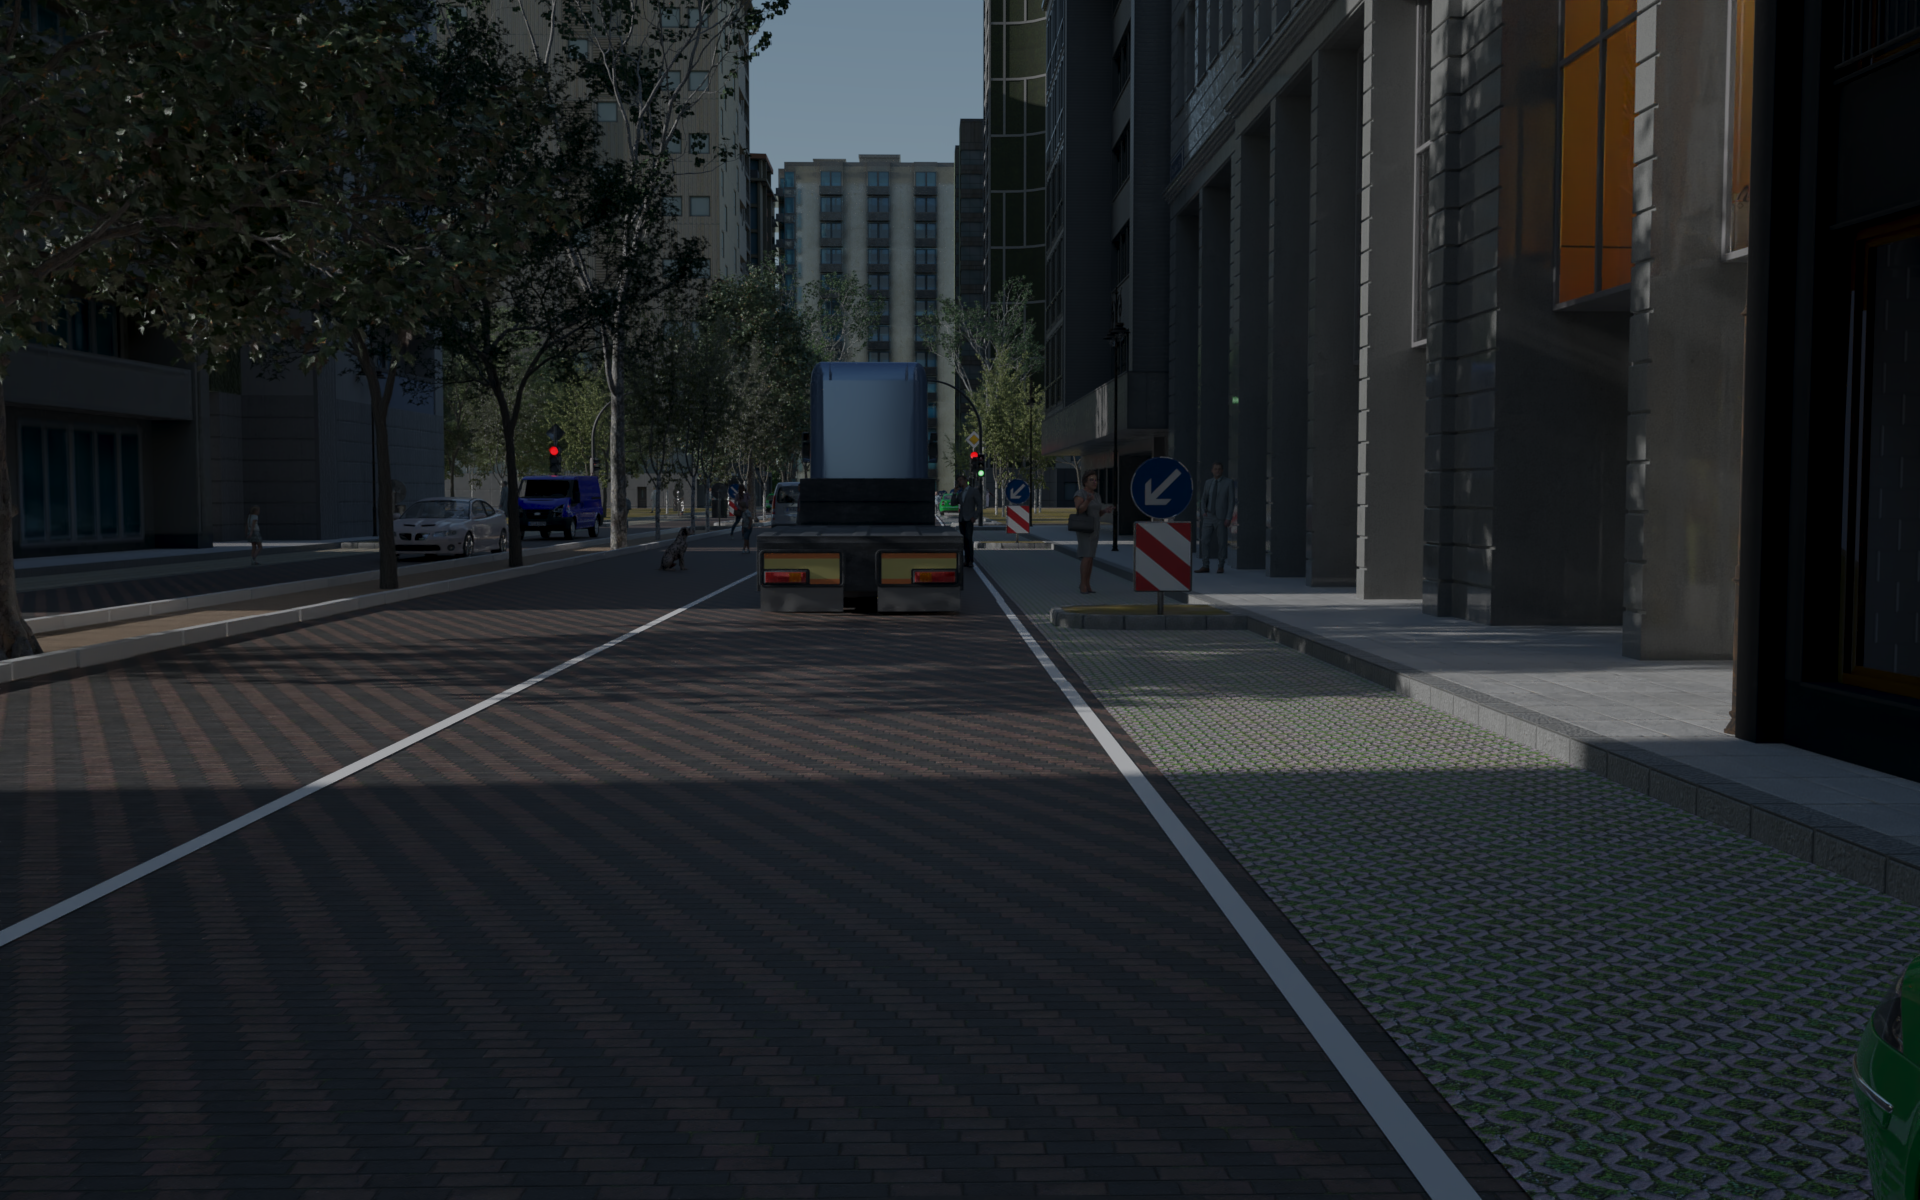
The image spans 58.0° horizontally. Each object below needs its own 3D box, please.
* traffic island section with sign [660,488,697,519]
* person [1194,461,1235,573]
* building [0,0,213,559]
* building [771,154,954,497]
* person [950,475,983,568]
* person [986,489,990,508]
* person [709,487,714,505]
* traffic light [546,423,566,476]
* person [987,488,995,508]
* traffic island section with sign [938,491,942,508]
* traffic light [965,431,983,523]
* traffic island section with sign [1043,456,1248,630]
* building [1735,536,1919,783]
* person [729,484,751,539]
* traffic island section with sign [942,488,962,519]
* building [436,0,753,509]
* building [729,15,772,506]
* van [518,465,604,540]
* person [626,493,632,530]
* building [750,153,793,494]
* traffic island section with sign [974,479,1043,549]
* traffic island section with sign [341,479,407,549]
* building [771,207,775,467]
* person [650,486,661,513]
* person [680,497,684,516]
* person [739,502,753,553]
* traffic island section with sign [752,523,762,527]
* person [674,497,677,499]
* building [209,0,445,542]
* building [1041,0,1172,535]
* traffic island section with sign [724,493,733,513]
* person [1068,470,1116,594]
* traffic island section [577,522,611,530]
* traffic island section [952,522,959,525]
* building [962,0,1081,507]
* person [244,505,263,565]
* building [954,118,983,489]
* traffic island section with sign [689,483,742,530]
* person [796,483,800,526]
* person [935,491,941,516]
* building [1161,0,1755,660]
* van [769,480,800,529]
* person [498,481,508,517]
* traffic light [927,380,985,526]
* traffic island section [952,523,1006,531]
[{"bbox_3d":[-16.449,-5.662,101.208,1.989,1.847,2.006,0,4,-1],"label":"traffic island section with sign"},{"bbox_3d":[4.157,-1.342,28.087,0.635,1.810,0.391,2,4,28],"label":"person"},{"bbox_3d":[-28.225,-24.797,29.131,21.300,48.544,21.600,0,4,-1],"label":"building"},{"bbox_3d":[-11.425,-38.358,246.768,30.456,49.044,23.786,0,4,-1],"label":"building"},{"bbox_3d":[0.124,-1.546,33.964,0.473,1.802,0.592,-3,4,-36],"label":"person"},{"bbox_3d":[2.481,-9.366,159.852,0.551,1.740,0.621,0,4,-1],"label":"person"},{"bbox_3d":[-19.983,-8.133,138.996,0.794,1.824,0.713,1,4,18],"label":"person"},{"bbox_3d":[-15.962,-4.866,68.487,0.839,4.253,0.868,0,4,-1],"label":"traffic light"},{"bbox_3d":[2.619,-9.619,163.283,1.348,1.831,0.705,-1,4,-9],"label":"person"},{"bbox_3d":[-0.562,-7.349,128.782,1.989,1.847,2.006,0,4,-1],"label":"traffic island section with sign"},{"bbox_3d":[0.606,-5.380,76.879,0.839,4.253,0.868,0,4,-1],"label":"traffic light"},{"bbox_3d":[2.011,-0.638,19.063,1.989,1.847,2.006,0,4,-1],"label":"traffic island section with sign"},{"bbox_3d":[10.417,-10.458,0.671,12.332,23.373,15.834,0,4,-1],"label":"building"},{"bbox_3d":[-6.976,-2.792,54.742,0.643,1.750,0.593,3,4,38],"label":"person"},{"bbox_3d":[0.080,-5.686,101.586,1.989,1.847,2.006,0,4,-1],"label":"traffic island section with sign"},{"bbox_3d":[-34.745,-35.167,164.221,28.713,52.752,27.495,0,4,-1],"label":"building"},{"bbox_3d":[-31.299,-45.884,188.459,20.563,71.187,20.611,0,4,-1],"label":"building"},{"bbox_3d":[-12.984,-3.146,55.820,2.240,2.365,5.245,0,4,1],"label":"van"},{"bbox_3d":[-13.324,-3.533,68.854,0.523,1.515,0.503,-1,4,-13],"label":"person"},{"bbox_3d":[-36.107,-34.284,215.170,28.867,44.769,22.147,0,4,-1],"label":"building"},{"bbox_3d":[1.380,-2.286,46.011,1.989,1.847,2.006,0,4,-1],"label":"traffic island section with sign"},{"bbox_3d":[-15.153,-2.288,46.036,1.989,1.847,2.006,0,4,-1],"label":"traffic island section with sign"},{"bbox_3d":[-37.420,-37.978,244.635,21.600,48.544,21.300,0,4,-1],"label":"building"},{"bbox_3d":[-20.585,-6.795,117.017,0.818,1.842,0.514,-1,4,-14],"label":"person"},{"bbox_3d":[-16.689,-5.556,104.018,0.352,1.250,0.332,3,4,36],"label":"person"},{"bbox_3d":[-5.173,-1.757,41.913,0.352,1.250,0.332,0,4,6],"label":"person"},{"bbox_3d":[-9.827,-4.176,76.409,2.006,1.907,1.989,0,4,-1],"label":"traffic island section with sign"},{"bbox_3d":[-23.509,-8.343,143.023,0.524,1.755,0.480,1,4,22],"label":"person"},{"bbox_3d":[-31.999,-31.337,54.362,28.212,58.520,21.231,0,4,-1],"label":"building"},{"bbox_3d":[10.650,-14.356,53.781,14.314,24.678,30.058,0,4,-1],"label":"building"},{"bbox_3d":[-17.088,-7.311,128.155,1.989,1.847,2.006,0,4,-1],"label":"traffic island section with sign"},{"bbox_3d":[1.850,-0.974,24.782,0.716,1.782,0.532,-3,5,-45],"label":"person"},{"bbox_3d":[-16.191,-3.322,76.603,2.009,0.180,2.903,0,4,-1],"label":"traffic island section"},{"bbox_3d":[0.646,-3.346,76.994,2.009,0.180,2.903,0,4,-1],"label":"traffic island section"},{"bbox_3d":[10.678,-44.985,173.751,20.563,71.187,20.611,0,4,-1],"label":"building"},{"bbox_3d":[-14.254,-1.302,34.806,0.505,1.210,0.382,3,4,36],"label":"person"},{"bbox_3d":[6.879,-31.089,191.896,14.154,41.232,14.086,0,4,-1],"label":"building"},{"bbox_3d":[-9.662,-3.723,69.003,2.006,1.907,1.989,0,4,-1],"label":"traffic island section with sign"},{"bbox_3d":[-5.219,-2.986,57.602,0.850,1.792,0.678,-3,4,-38],"label":"person"},{"bbox_3d":[-1.477,-6.183,111.396,0.589,1.601,0.330,3,4,39],"label":"person"},{"bbox_3d":[10.371,-15.032,23.258,11.434,29.767,29.804,0,4,-1],"label":"building"},{"bbox_3d":[-5.741,-3.294,60.872,2.013,2.044,4.112,0,4,-3],"label":"van"},{"bbox_3d":[-18.212,-3.865,69.330,0.767,1.812,0.694,1,4,14],"label":"person"},{"bbox_3d":[-1.295,-5.752,68.706,4.771,5.953,1.251,0,4,-1],"label":"traffic light"},{"bbox_3d":[0.834,-2.858,69.011,2.009,0.180,2.903,0,4,-1],"label":"traffic island section"}]
